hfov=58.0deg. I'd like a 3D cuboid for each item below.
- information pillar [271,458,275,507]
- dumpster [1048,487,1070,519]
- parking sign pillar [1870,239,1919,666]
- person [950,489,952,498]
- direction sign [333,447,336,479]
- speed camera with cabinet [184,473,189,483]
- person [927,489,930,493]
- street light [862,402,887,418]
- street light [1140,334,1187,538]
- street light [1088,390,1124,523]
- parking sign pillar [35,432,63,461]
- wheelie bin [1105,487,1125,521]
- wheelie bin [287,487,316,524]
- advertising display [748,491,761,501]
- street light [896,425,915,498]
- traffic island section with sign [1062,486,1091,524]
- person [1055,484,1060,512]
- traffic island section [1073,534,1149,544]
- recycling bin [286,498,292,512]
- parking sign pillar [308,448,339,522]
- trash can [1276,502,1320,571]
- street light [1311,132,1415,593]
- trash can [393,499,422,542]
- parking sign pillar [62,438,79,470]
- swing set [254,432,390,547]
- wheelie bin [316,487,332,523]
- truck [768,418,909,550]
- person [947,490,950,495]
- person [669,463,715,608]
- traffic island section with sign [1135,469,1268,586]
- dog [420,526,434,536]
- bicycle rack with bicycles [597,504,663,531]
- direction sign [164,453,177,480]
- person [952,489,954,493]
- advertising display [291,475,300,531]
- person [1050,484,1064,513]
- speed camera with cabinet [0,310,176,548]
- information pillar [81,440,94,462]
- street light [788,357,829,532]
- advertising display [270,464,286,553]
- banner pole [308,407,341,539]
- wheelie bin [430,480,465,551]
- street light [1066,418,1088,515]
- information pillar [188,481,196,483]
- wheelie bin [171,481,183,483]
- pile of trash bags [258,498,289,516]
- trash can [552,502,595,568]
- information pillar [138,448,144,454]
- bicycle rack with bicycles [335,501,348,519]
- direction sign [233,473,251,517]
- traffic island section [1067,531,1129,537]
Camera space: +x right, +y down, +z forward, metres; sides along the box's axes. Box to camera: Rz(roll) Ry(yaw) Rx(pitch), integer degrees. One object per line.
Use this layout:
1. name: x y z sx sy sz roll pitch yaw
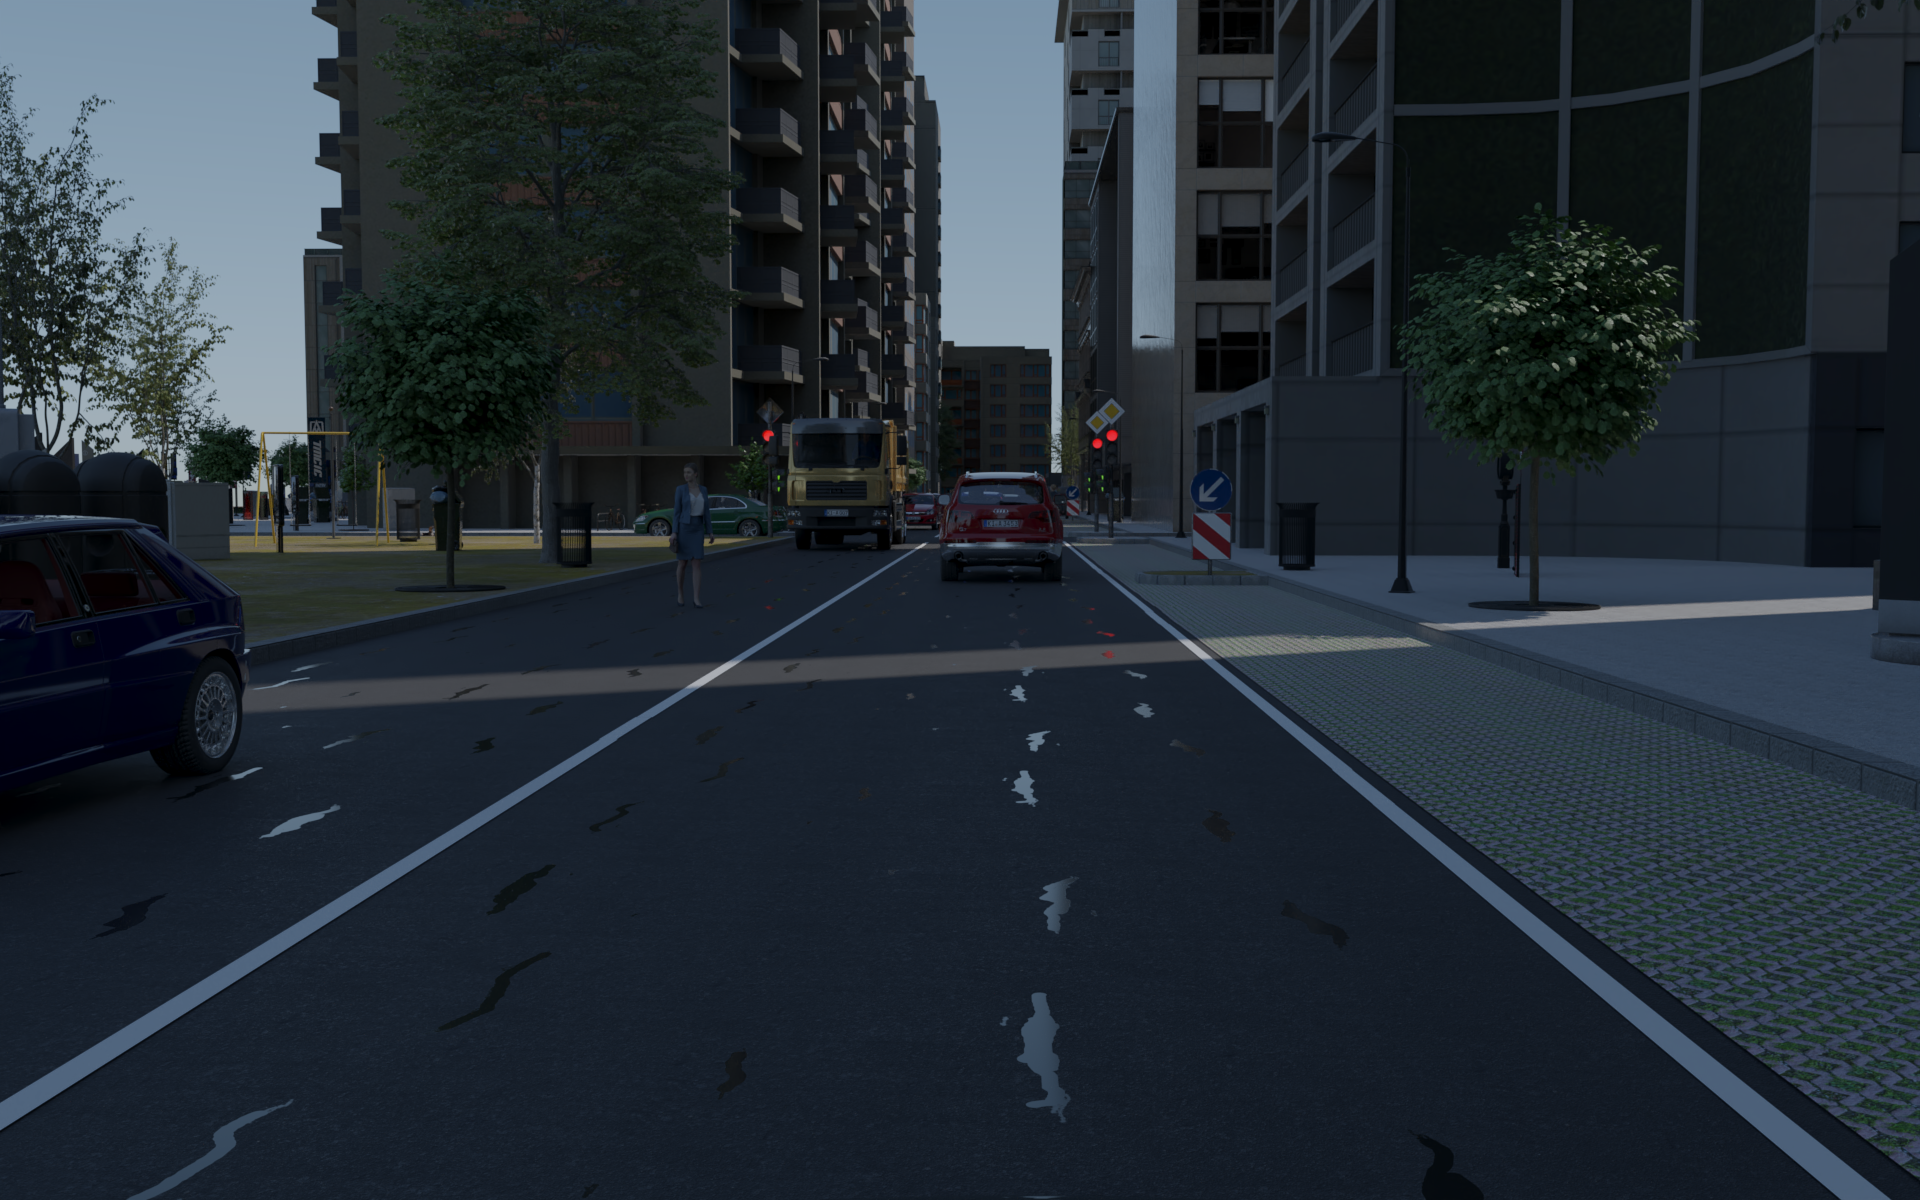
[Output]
1. information pillar: -38.019 -6.416 96.261 0.504 3.616 0.183 1 4 12
2. dumpster: 5.403 -5.575 99.366 1.865 1.857 1.264 0 4 3
3. parking sign pillar: 7.800 -1.511 13.171 1.447 3.967 1.447 -3 5 -42
4. person: -0.566 -7.307 128.305 0.444 1.785 0.601 -3 5 -43
5. direction sign: -29.994 -5.565 82.980 0.379 3.537 0.876 0 4 -7
6. speed camera with cabinet: -50.264 -7.154 111.308 2.038 3.252 0.660 -2 4 -26
7. person: -2.248 -6.976 122.746 0.721 1.800 0.419 -1 4 -13
8. street light: -4.418 -7.057 87.923 1.470 5.913 1.316 0 4 1
9. street light: 5.928 -4.771 50.551 1.470 5.913 1.316 0 4 1
10. street light: 6.610 -6.404 77.241 1.470 5.913 1.316 0 4 1
11. parking sign pillar: -40.695 -5.356 76.040 1.447 3.967 1.447 1 4 16
12. wheelie bin: 7.273 -4.514 81.714 0.980 1.594 0.693 -2 4 -28
13. wheelie bin: -28.213 -4.042 73.993 0.980 1.594 0.693 -2 4 -28
14. advertising display: -7.279 -3.430 61.286 0.123 1.923 0.974 -2 4 -27
15. street light: -3.702 -8.799 116.407 1.470 5.913 1.316 0 4 1
16. traffic island section with sign: 5.310 -4.584 83.574 1.989 1.847 2.006 0 4 1
17. person: 3.985 -3.976 73.371 0.748 1.841 0.638 1 4 11
18. traffic island section: 4.441 -1.739 50.717 2.009 0.180 2.903 0 4 1
19. recycling bin: -46.815 -6.629 120.943 0.722 1.027 0.722 -3 5 -41
20. parking sign pillar: -30.028 -5.688 81.467 1.447 3.967 1.447 2 4 30
21. trash can: 5.688 -1.074 29.220 0.748 1.137 0.748 0 3 0
22. street light: 5.209 -3.048 22.383 1.470 5.913 1.316 0 4 1
23. trash can: -14.825 -2.133 46.525 0.748 1.137 0.748 0 3 0
24. parking sign pillar: -42.843 -5.785 83.053 1.447 3.967 1.447 1 4 22
25. swing set: -15.981 -2.825 43.809 3.119 2.851 2.862 -1 4 -12
26. wheelie bin: -28.731 -4.275 77.804 0.980 1.594 0.693 -3 5 -40
27. truck: -2.943 -3.119 46.913 3.469 3.379 9.791 0 4 2
28. person: -1.124 -9.230 159.414 0.705 1.824 1.348 1 4 14
29. person: -3.403 -0.820 21.928 0.581 1.822 0.654 -1 4 -17
30. traffic island section with sign: 3.847 -1.179 27.911 1.989 1.847 2.006 0 4 1
31. dog: -17.379 -2.223 56.540 0.550 0.427 0.748 -3 5 -40
32. bicycle rack with bicycles: -11.427 -2.899 60.776 2.852 0.926 2.925 0 4 5
33. direction sign: -43.518 -6.321 95.352 0.379 3.537 0.876 3 4 36
34. person: -0.242 -5.866 105.086 0.598 1.740 0.731 0 4 -1
35. advertising display: -23.218 -3.382 60.503 0.123 1.923 0.974 -2 4 -30
36. person: 3.288 -3.134 60.156 0.576 1.772 0.534 -2 4 -31
37. speed camera with cabinet: -9.849 -1.520 19.193 2.038 3.252 0.660 -2 4 -30
38. information pillar: -37.780 -5.120 75.066 0.504 3.616 0.183 0 4 -6
39. street light: -5.155 -5.290 59.040 1.470 5.913 1.316 0 4 1
40. advertising display: -14.968 -2.009 38.057 0.123 1.923 0.974 -2 4 -28
41. banner pole: -18.214 -3.643 49.578 0.863 3.779 0.401 -1 4 -20
42. wheelie bin: -11.634 -1.920 39.304 0.693 1.594 0.980 -1 4 -9
43. street light: 7.312 -8.127 105.409 1.470 5.913 1.316 0 4 1
44. information pillar: -44.568 -5.878 100.594 0.304 2.012 0.304 1 4 20
45. wheelie bin: -18.511 -1.992 40.477 0.980 1.594 0.693 -1 4 -13
46. pile of trash bags: -40.808 -5.754 103.829 3.447 1.369 1.912 -3 4 -39
47. trash can: -6.751 -1.140 30.287 0.748 1.137 0.748 0 3 0
48. information pillar: -41.841 -5.938 88.448 0.183 3.616 0.504 2 4 32
49. bicycle rack with bicycles: -31.009 -4.609 88.734 2.852 0.926 2.925 1 4 16
50. direction sign: -39.365 -6.306 95.102 0.876 3.537 0.379 -3 5 -42
51. traffic island section: 4.650 -2.227 58.699 2.009 0.180 2.903 0 4 1
